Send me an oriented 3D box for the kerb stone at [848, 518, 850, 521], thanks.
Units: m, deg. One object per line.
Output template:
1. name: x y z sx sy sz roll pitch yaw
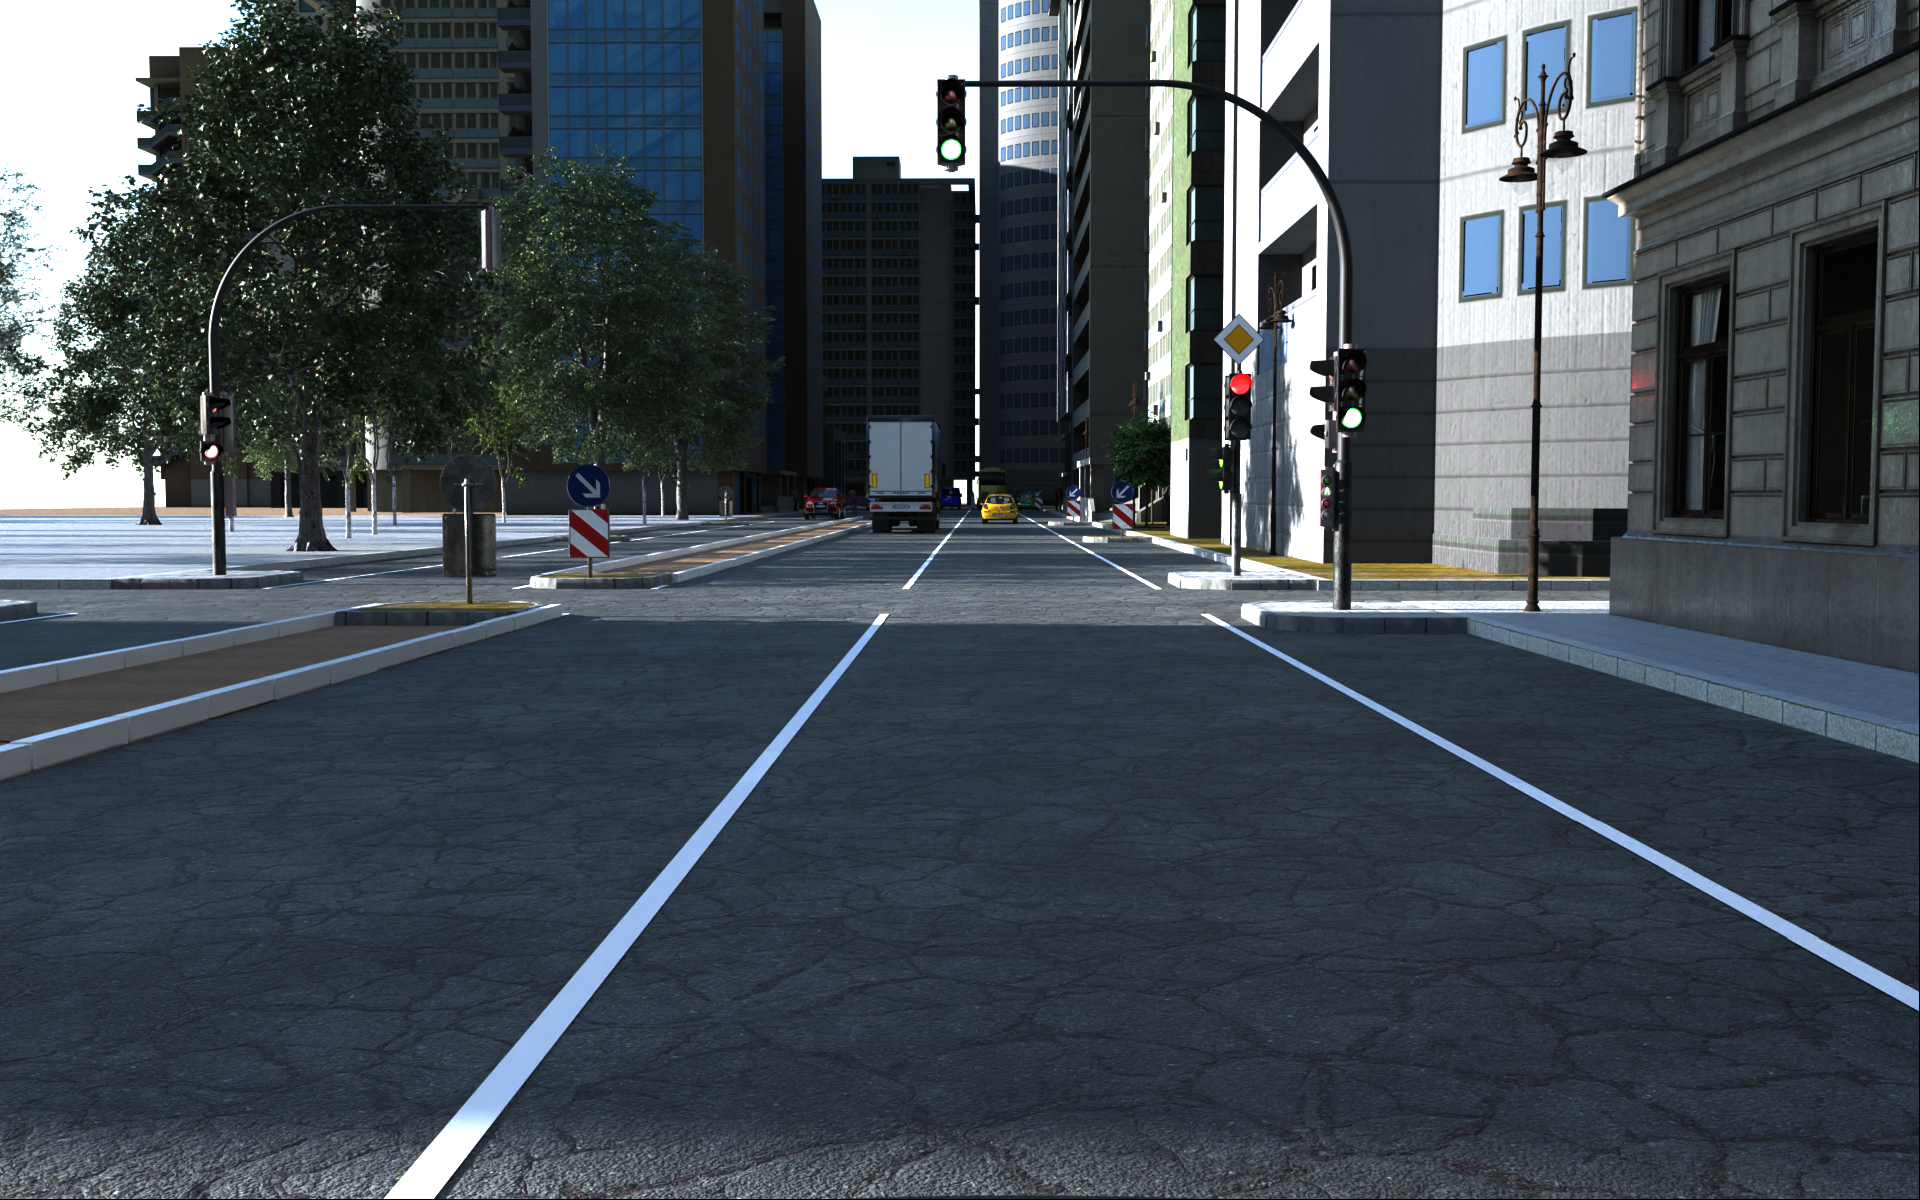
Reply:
1. kerb stone: -5.882 -4.082 88.929 0.120 0.150 1.000 0 4 1

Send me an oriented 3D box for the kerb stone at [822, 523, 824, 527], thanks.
1. kerb stone: -6.081 -3.199 74.591 0.120 0.150 1.000 0 4 1

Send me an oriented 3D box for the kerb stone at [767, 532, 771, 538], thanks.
1. kerb stone: -6.327 -2.076 56.146 0.120 0.150 1.000 0 4 1

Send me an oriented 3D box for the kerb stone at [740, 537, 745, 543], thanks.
1. kerb stone: -6.411 -1.700 49.990 0.120 0.150 1.000 0 4 1

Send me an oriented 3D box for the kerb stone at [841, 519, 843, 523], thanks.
1. kerb stone: -5.944 -3.828 84.839 0.120 0.150 1.000 0 4 1

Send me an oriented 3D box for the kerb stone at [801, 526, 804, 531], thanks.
1. kerb stone: -6.189 -2.703 66.394 0.120 0.150 1.000 0 4 1

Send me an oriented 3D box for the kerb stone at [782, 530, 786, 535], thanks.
1. kerb stone: -6.267 -2.327 60.238 0.120 0.150 1.000 0 4 1

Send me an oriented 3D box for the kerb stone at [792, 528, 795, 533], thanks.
1. kerb stone: -6.232 -2.513 63.316 0.120 0.150 1.000 0 4 1

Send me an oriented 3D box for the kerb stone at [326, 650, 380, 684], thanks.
1. kerb stone: -4.790 0.529 13.549 0.120 0.150 1.000 0 4 1

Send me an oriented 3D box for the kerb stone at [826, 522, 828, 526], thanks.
1. kerb stone: -6.054 -3.324 76.642 0.120 0.150 1.000 0 4 1

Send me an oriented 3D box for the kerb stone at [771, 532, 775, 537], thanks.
1. kerb stone: -6.310 -2.132 57.169 0.120 0.150 1.000 0 4 1

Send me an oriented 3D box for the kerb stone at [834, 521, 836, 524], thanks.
1. kerb stone: -5.998 -3.581 80.741 0.120 0.150 1.000 0 4 1

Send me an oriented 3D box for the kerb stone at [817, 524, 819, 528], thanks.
1. kerb stone: -6.111 -3.079 72.534 0.120 0.150 1.000 0 4 1

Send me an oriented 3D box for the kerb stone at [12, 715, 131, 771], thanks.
1. kerb stone: -4.848 0.779 9.456 0.120 0.150 1.000 0 4 1

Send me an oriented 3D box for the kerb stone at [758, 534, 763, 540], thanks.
1. kerb stone: -6.360 -1.949 54.092 0.120 0.150 1.000 0 4 1

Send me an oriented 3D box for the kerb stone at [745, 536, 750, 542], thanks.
1. kerb stone: -6.401 -1.763 51.016 0.120 0.150 1.000 0 4 1

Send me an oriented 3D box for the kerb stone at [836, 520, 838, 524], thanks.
1. kerb stone: -5.984 -3.644 81.768 0.120 0.150 1.000 0 4 1

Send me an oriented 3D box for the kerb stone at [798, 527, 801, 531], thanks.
1. kerb stone: -6.205 -2.640 65.372 0.120 0.150 1.000 0 4 1

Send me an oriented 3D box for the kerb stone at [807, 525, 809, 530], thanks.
1. kerb stone: -6.168 -2.827 68.444 0.120 0.150 1.000 0 4 1

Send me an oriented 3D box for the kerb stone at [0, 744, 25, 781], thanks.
1. kerb stone: -4.860 0.848 8.435 0.120 0.150 1.000 0 4 1

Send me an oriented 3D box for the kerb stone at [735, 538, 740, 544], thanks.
1. kerb stone: -6.425 -1.637 48.961 0.120 0.150 1.000 0 4 1

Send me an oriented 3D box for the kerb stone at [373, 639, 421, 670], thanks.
1. kerb stone: -4.784 0.467 14.572 0.120 0.150 1.000 0 4 1

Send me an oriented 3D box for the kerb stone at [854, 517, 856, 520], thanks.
1. kerb stone: -5.839 -4.329 93.040 0.120 0.150 1.000 0 4 1

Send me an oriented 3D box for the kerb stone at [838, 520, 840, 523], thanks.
1. kerb stone: -5.975 -3.706 82.794 0.120 0.150 1.000 0 4 1

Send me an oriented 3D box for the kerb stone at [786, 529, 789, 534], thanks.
1. kerb stone: -6.256 -2.389 61.263 0.120 0.150 1.000 0 4 1

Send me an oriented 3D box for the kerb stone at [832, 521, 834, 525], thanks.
1. kerb stone: -6.010 -3.518 79.719 0.120 0.150 1.000 0 4 1

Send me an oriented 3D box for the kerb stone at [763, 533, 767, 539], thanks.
1. kerb stone: -6.340 -2.014 55.119 0.120 0.150 1.000 0 4 1

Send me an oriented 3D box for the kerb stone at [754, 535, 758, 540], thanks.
1. kerb stone: -6.378 -1.888 53.062 0.120 0.150 1.000 0 4 1

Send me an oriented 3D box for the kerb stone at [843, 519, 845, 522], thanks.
1. kerb stone: -5.932 -3.894 85.863 0.120 0.150 1.000 0 4 1

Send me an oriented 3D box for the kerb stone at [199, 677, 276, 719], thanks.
1. kerb stone: -4.827 0.654 11.505 0.120 0.150 1.000 0 4 1

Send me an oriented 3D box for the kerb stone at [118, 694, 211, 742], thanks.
1. kerb stone: -4.833 0.717 10.478 0.120 0.150 1.000 0 4 1

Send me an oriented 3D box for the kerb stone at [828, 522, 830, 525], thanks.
1. kerb stone: -6.041 -3.392 77.664 0.120 0.150 1.000 0 4 1

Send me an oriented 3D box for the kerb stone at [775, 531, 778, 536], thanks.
1. kerb stone: -6.306 -2.200 58.191 0.120 0.150 1.000 0 4 1

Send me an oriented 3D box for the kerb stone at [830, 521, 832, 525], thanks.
1. kerb stone: -6.030 -3.453 78.690 0.120 0.150 1.000 0 4 1

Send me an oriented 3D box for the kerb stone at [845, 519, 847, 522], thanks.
1. kerb stone: -5.916 -3.957 86.885 0.120 0.150 1.000 0 4 1

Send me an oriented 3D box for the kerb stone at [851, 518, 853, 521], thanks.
1. kerb stone: -5.865 -4.208 90.995 0.120 0.150 1.000 0 4 1

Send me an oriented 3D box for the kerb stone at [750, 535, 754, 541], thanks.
1. kerb stone: -6.384 -1.825 52.038 0.120 0.150 1.000 0 4 1

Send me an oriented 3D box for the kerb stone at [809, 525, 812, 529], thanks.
1. kerb stone: -6.155 -2.891 69.468 0.120 0.150 1.000 0 4 1

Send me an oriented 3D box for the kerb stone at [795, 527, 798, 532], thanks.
1. kerb stone: -6.216 -2.577 64.338 0.120 0.150 1.000 0 4 1

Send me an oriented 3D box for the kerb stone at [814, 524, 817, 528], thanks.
1. kerb stone: -6.126 -3.016 71.512 0.120 0.150 1.000 0 4 1

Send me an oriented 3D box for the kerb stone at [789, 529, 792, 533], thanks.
1. kerb stone: -6.245 -2.452 62.288 0.120 0.150 1.000 0 4 1

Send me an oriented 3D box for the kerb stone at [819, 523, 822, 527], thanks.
1. kerb stone: -6.094 -3.142 73.566 0.120 0.150 1.000 0 4 1

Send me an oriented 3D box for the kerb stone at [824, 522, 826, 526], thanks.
1. kerb stone: -6.065 -3.266 75.612 0.120 0.150 1.000 0 4 1

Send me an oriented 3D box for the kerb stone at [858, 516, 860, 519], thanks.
1. kerb stone: -5.792 -4.520 96.122 0.120 0.150 1.000 0 4 1

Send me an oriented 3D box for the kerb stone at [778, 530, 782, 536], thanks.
1. kerb stone: -6.287 -2.264 59.216 0.120 0.150 1.000 0 4 1

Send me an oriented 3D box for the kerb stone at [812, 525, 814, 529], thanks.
1. kerb stone: -6.142 -2.954 70.490 0.120 0.150 1.000 0 4 1

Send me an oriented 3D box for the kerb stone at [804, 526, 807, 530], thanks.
1. kerb stone: -6.171 -2.766 67.421 0.120 0.150 1.000 0 4 1

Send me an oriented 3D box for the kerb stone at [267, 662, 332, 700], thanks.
1. kerb stone: -4.808 0.591 12.527 0.120 0.150 1.000 0 4 1
